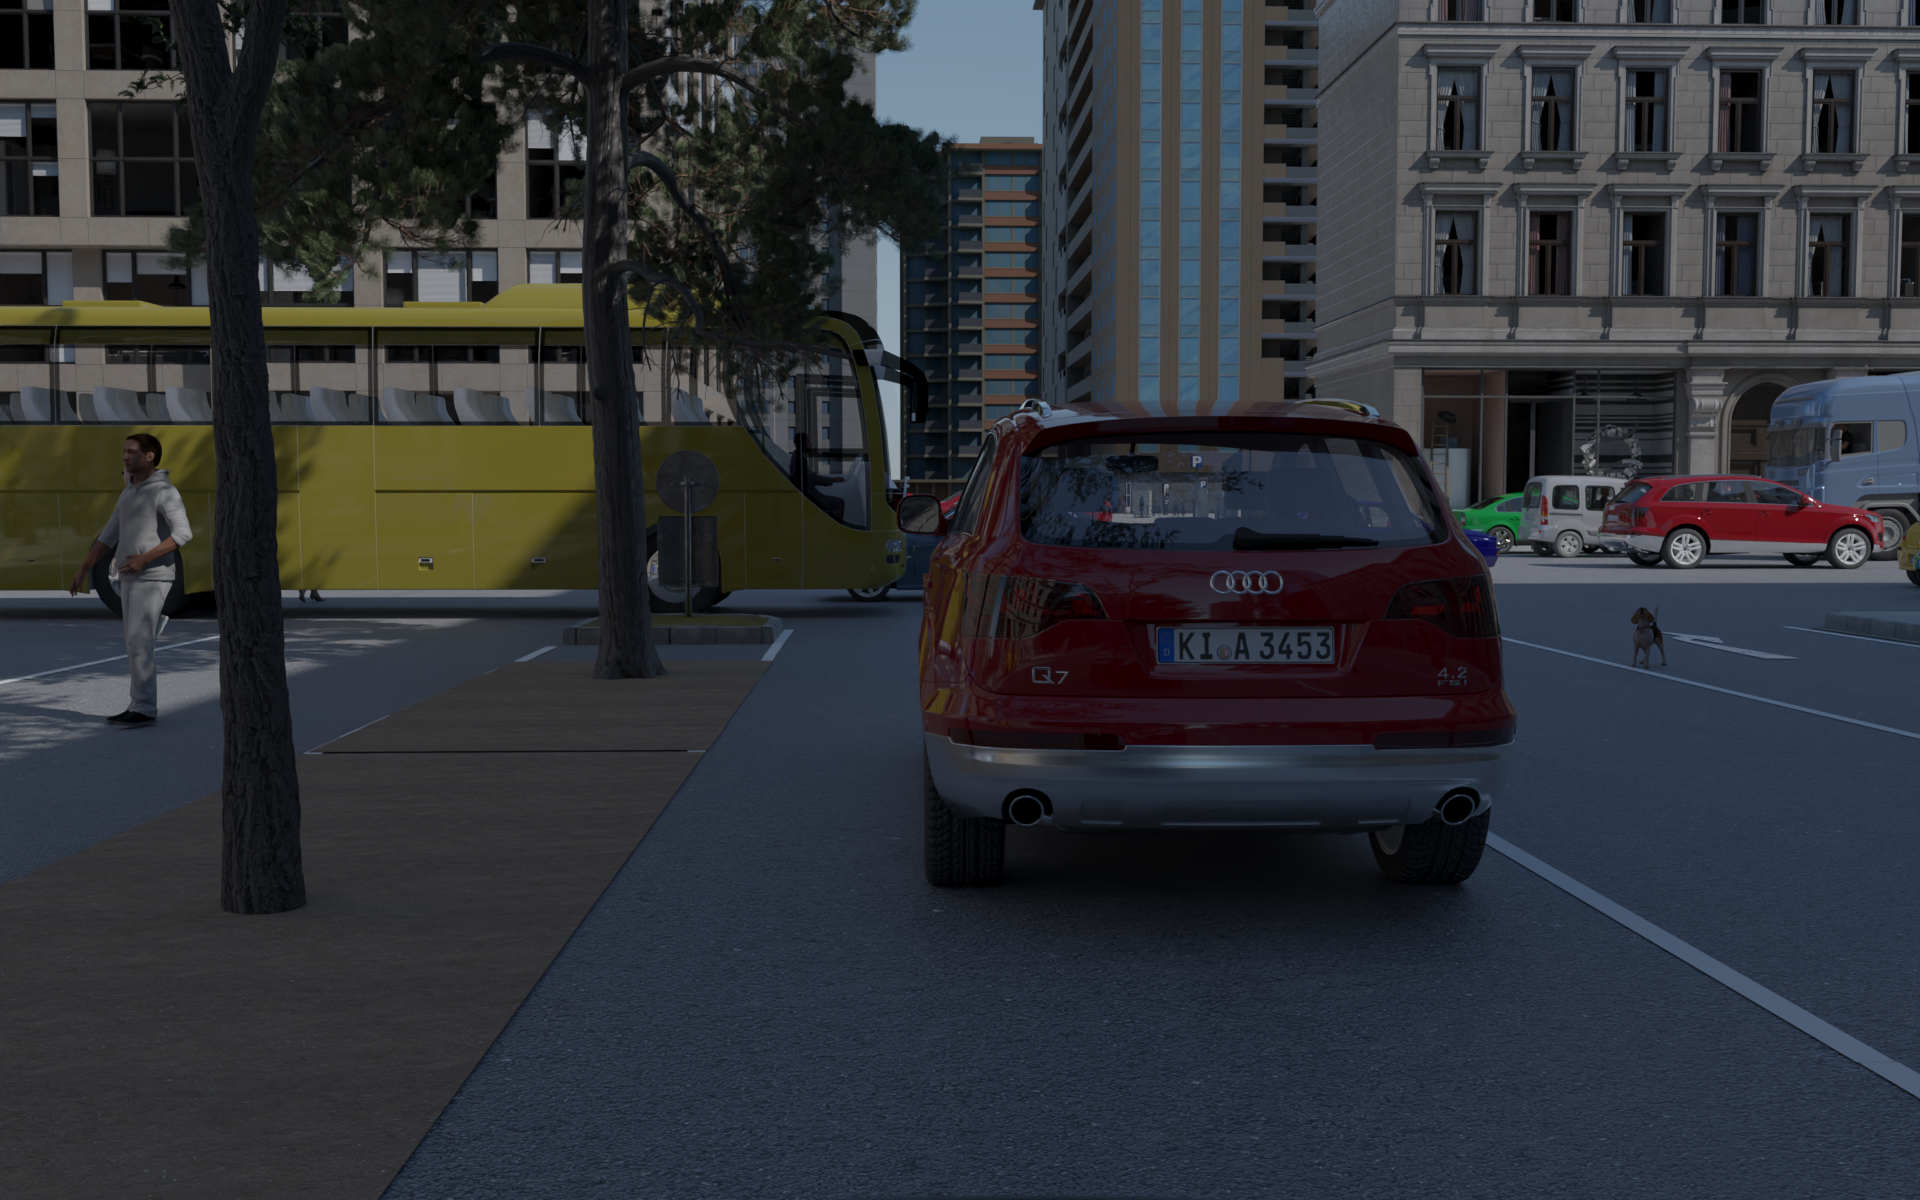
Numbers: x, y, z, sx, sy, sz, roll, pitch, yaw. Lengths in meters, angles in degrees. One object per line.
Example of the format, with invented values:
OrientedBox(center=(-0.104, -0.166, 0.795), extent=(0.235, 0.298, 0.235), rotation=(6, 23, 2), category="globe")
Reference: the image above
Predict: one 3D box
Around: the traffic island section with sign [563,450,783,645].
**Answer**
OrientedBox(center=(-2.820, -0.570, 17.453), extent=(2.006, 1.907, 1.989), rotation=(0, 4, -2), category="traffic island section with sign")

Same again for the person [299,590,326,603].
OrientedBox(center=(-8.574, -0.865, 22.863), extent=(0.478, 1.798, 0.641), rotation=(1, 4, 20), category="person")

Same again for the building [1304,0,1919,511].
OrientedBox(center=(12.776, -12.212, 50.581), extent=(40.483, 20.767, 10.553), rotation=(0, 4, -2), category="building")

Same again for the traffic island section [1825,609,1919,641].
OrientedBox(center=(10.288, 0.279, 17.713), extent=(2.009, 0.180, 2.903), rotation=(0, 4, -2), category="traffic island section")

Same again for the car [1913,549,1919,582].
OrientedBox(center=(15.575, -0.911, 23.696), extent=(4.718, 1.807, 1.959), rotation=(0, 4, -2), category="car")

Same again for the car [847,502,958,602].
OrientedBox(center=(0.255, -0.720, 23.777), extent=(4.499, 1.417, 2.014), rotation=(0, 4, -1), category="car")

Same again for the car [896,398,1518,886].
OrientedBox(center=(0.840, 0.048, 7.883), extent=(2.281, 1.827, 5.304), rotation=(0, 4, -1), category="car")

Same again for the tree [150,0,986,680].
OrientedBox(center=(-2.709, -5.426, 13.230), extent=(6.751, 12.117, 7.091), rotation=(0, 3, 0), category="tree")

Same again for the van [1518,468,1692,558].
OrientedBox(center=(14.957, -1.988, 39.522), extent=(4.112, 2.044, 2.013), rotation=(0, 4, -1), category="van")

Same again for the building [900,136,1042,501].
OrientedBox(center=(4.993, -34.274, 215.007), extent=(28.867, 44.769, 22.147), rotation=(0, 4, -2), category="building")

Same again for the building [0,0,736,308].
OrientedBox(center=(-24.911, -15.232, 53.564), extent=(34.151, 26.468, 19.350), rotation=(0, 4, -2), category="building")

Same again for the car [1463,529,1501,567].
OrientedBox(center=(7.056, -1.029, 29.405), extent=(3.894, 1.354, 1.945), rotation=(0, 4, -3), category="car")

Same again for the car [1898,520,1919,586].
OrientedBox(center=(16.471, -0.981, 26.270), extent=(3.980, 1.641, 2.015), rotation=(0, 4, -4), category="car")

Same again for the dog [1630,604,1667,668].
OrientedBox(center=(5.728, 0.299, 14.401), extent=(0.406, 0.507, 0.540), rotation=(0, 4, -3), category="dog")

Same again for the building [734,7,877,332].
OrientedBox(center=(-24.225, -41.024, 212.734), extent=(28.212, 58.520, 21.231), rotation=(0, 4, -2), category="building")

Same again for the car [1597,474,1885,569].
OrientedBox(center=(15.287, -1.542, 33.877), extent=(5.304, 1.827, 2.281), rotation=(0, 4, 0), category="car")

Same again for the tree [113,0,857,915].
OrientedBox(center=(-2.398, -4.229, 6.020), extent=(8.767, 10.594, 7.601), rotation=(0, 4, -2), category="tree")

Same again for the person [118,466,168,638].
OrientedBox(center=(-8.168, -0.512, 17.356), extent=(0.515, 1.767, 0.782), rotation=(-1, 4, -12), category="person")

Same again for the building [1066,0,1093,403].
OrientedBox(center=(20.073, -31.391, 136.951), extent=(21.300, 48.544, 21.600), rotation=(0, 4, -2), category="building")

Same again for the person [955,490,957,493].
OrientedBox(center=(-0.424, -11.239, 192.203), extent=(0.705, 1.831, 1.348), rotation=(-1, 4, -22), category="person")

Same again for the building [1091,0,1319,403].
OrientedBox(center=(16.766, -28.681, 119.044), extent=(14.600, 45.320, 14.200), rotation=(0, 4, -2), category="building")

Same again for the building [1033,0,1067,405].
OrientedBox(center=(22.135, -35.010, 161.648), extent=(28.713, 52.752, 27.495), rotation=(0, 4, -2), category="building")

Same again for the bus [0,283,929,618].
OrientedBox(center=(-6.520, -1.788, 20.779), extent=(12.252, 3.916, 2.896), rotation=(0, 4, -2), category="bus")

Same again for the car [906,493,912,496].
OrientedBox(center=(-3.875, -6.699, 118.564), extent=(2.155, 1.783, 4.494), rotation=(0, 4, -2), category="car")

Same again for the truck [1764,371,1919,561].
OrientedBox(center=(26.768, -2.958, 38.115), extent=(18.799, 4.110, 2.967), rotation=(0, 4, -1), category="truck")

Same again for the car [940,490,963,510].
OrientedBox(center=(0.864, -1.865, 39.164), extent=(5.304, 1.827, 2.281), rotation=(0, 4, -2), category="car")

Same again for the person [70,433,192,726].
OrientedBox(center=(-5.139, -0.127, 10.721), extent=(0.875, 1.805, 0.789), rotation=(2, 4, 33), category="person")

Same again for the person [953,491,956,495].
OrientedBox(center=(-0.526, -10.084, 173.920), extent=(0.434, 1.755, 0.990), rotation=(-3, 5, -41), category="person")

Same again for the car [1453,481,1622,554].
OrientedBox(center=(14.160, -2.028, 41.962), extent=(4.718, 1.807, 1.959), rotation=(0, 4, -1), category="car")
